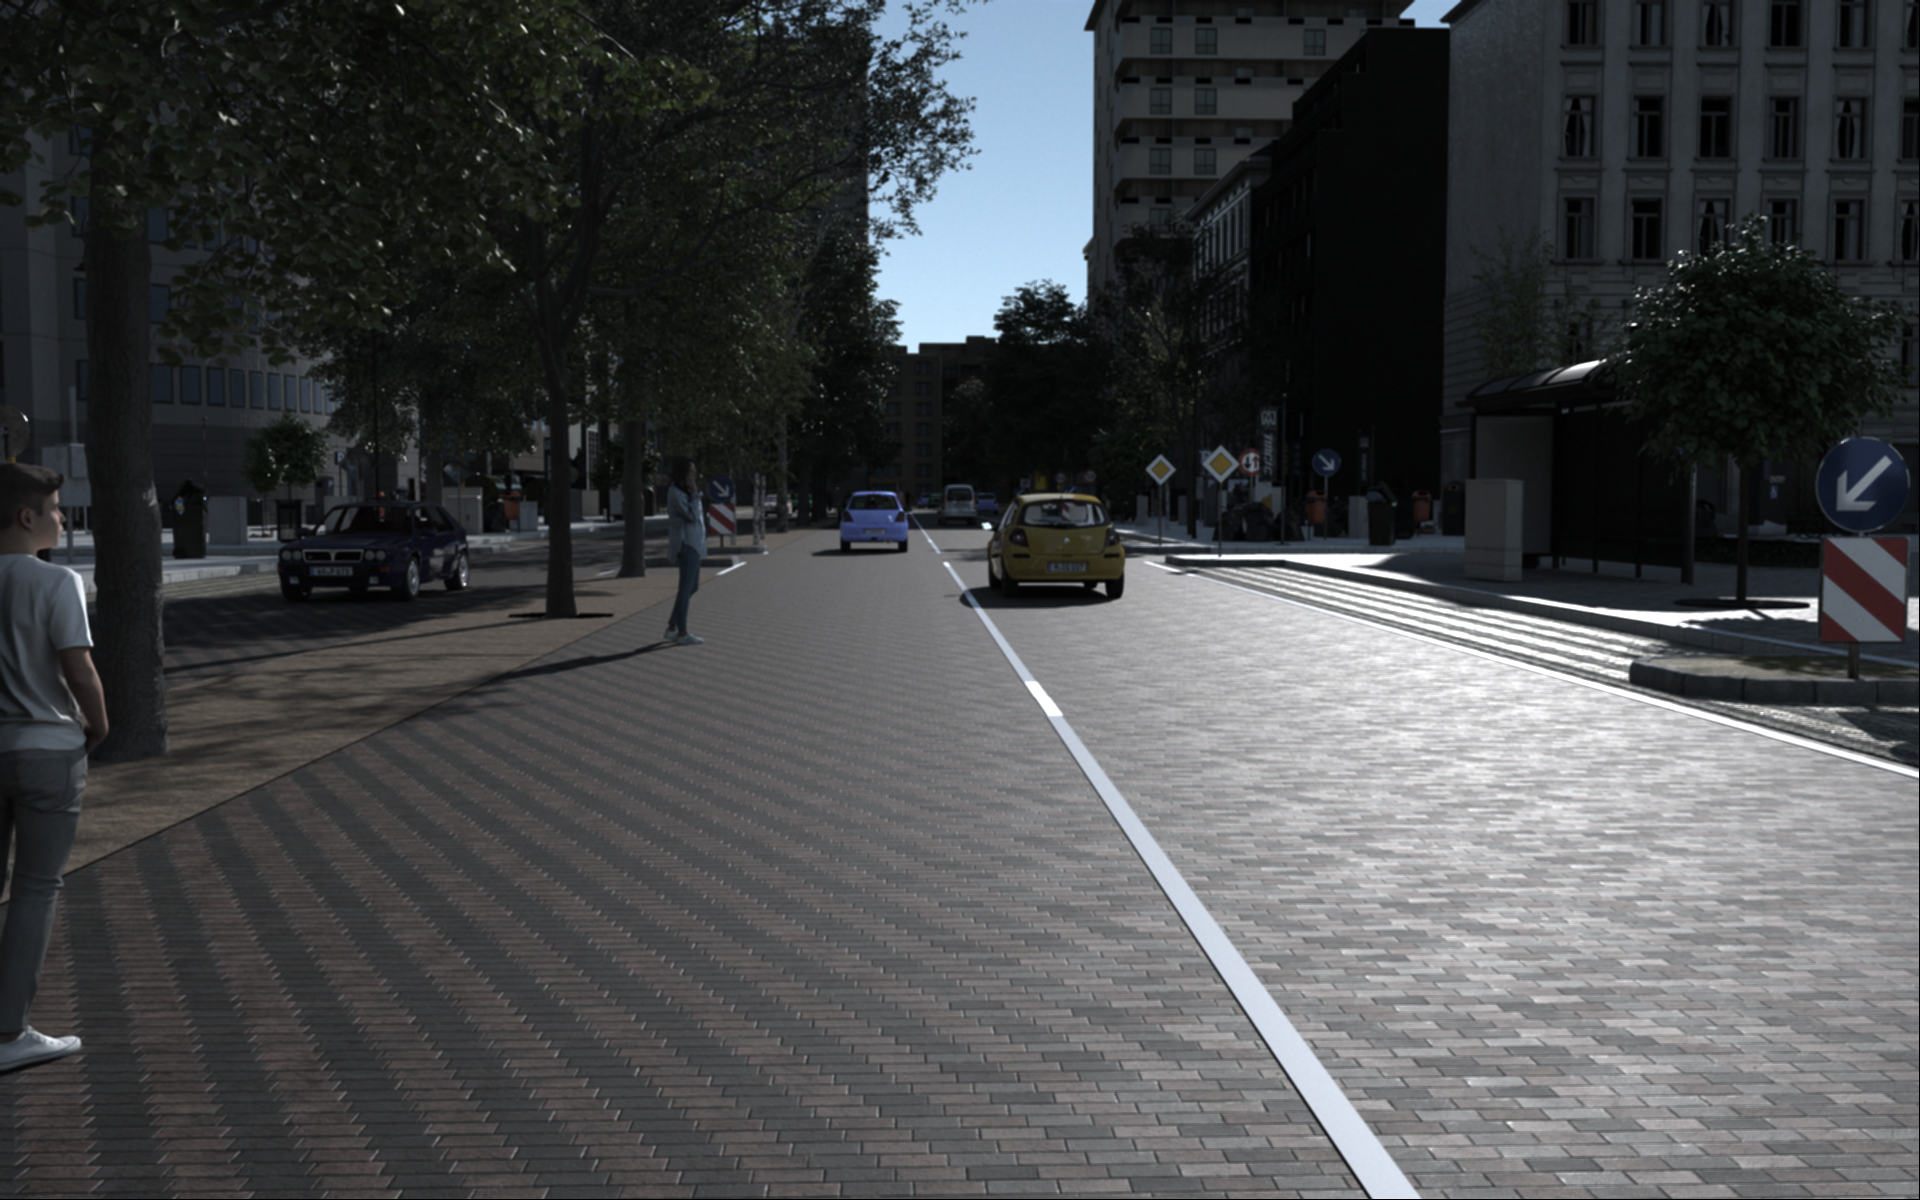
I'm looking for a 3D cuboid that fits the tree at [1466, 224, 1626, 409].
[{"bbox_3d":[15.612,-5.921,47.173,4.737,8.622,4.395,0,3,0],"label":"tree"}]

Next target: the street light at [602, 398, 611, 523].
[{"bbox_3d":[-15.594,-6.360,76.775,0.468,5.910,1.993,0,4,-2],"label":"street light"}]

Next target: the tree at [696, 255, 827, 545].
[{"bbox_3d":[-5.774,-5.870,48.797,4.360,8.622,3.978,0,3,0],"label":"tree"}]

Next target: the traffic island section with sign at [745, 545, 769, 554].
[{"bbox_3d":[-5.765,-2.095,42.385,2.006,1.907,1.989,0,4,-2],"label":"traffic island section with sign"}]

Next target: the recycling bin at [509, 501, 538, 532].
[{"bbox_3d":[-15.038,-2.881,59.656,0.722,1.027,0.722,-3,5,-44],"label":"recycling bin"}]

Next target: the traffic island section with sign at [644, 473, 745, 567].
[{"bbox_3d":[-5.505,-1.642,34.982,2.006,1.907,1.989,0,4,-2],"label":"traffic island section with sign"}]

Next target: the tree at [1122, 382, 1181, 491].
[{"bbox_3d":[12.163,-9.869,111.722,4.737,8.622,4.395,0,3,0],"label":"tree"}]

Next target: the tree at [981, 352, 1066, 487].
[{"bbox_3d":[5.198,-13.277,135.198,7.486,12.596,7.792,0,3,0],"label":"tree"}]

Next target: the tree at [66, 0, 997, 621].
[{"bbox_3d":[-4.579,-6.524,19.488,12.009,13.543,11.850,0,3,0],"label":"tree"}]

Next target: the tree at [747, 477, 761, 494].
[{"bbox_3d":[-20.075,-10.798,171.153,1.663,3.219,1.824,0,3,0],"label":"tree"}]

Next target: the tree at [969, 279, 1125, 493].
[{"bbox_3d":[5.560,-11.963,102.253,9.857,13.997,8.962,0,3,0],"label":"tree"}]

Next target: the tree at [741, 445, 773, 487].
[{"bbox_3d":[-19.963,-14.877,177.645,8.767,10.594,7.601,3,4,38],"label":"tree"}]

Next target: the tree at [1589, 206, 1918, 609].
[{"bbox_3d":[8.974,-2.216,19.952,4.285,4.588,4.351,0,3,0],"label":"tree"}]

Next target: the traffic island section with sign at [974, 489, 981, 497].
[{"bbox_3d":[1.302,-8.329,144.803,1.989,1.847,2.006,0,4,-2],"label":"traffic island section with sign"}]

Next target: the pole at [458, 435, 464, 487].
[{"bbox_3d":[-17.278,-4.051,60.071,0.158,3.312,0.155,0,3,0],"label":"pole"}]

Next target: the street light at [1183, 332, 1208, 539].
[{"bbox_3d":[6.737,-4.702,49.658,0.468,5.910,1.993,0,4,-2],"label":"street light"}]

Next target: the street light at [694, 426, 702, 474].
[{"bbox_3d":[-16.702,-8.445,110.860,0.468,5.910,1.993,0,4,-2],"label":"street light"}]

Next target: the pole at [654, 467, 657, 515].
[{"bbox_3d":[-18.595,-6.840,105.676,0.158,3.312,0.155,0,3,0],"label":"pole"}]

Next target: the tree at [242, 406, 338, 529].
[{"bbox_3d":[-25.020,-4.961,64.832,4.285,4.588,4.351,0,3,0],"label":"tree"}]

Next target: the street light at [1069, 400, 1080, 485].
[{"bbox_3d":[5.548,-6.786,83.740,0.468,5.910,1.993,0,4,-2],"label":"street light"}]

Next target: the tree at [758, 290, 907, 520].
[{"bbox_3d":[-7.776,-10.819,96.351,9.611,12.733,9.660,0,3,0],"label":"tree"}]

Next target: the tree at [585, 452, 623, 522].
[{"bbox_3d":[-16.197,-5.187,79.416,1.663,3.219,1.824,0,3,0],"label":"tree"}]

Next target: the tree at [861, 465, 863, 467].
[{"bbox_3d":[-8.380,-11.278,104.972,7.486,12.596,7.792,0,3,0],"label":"tree"}]

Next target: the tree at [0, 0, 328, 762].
[{"bbox_3d":[-4.655,-5.437,9.475,7.486,12.596,7.792,0,3,0],"label":"tree"}]

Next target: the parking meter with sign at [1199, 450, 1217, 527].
[{"bbox_3d":[9.766,-4.379,67.851,0.543,3.016,1.738,0,4,-1],"label":"parking meter with sign"}]

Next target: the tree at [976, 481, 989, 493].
[{"bbox_3d":[2.513,-12.231,194.582,1.663,3.219,1.824,0,3,0],"label":"tree"}]

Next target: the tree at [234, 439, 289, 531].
[{"bbox_3d":[-24.501,-4.078,61.274,1.663,3.219,1.824,0,3,0],"label":"tree"}]

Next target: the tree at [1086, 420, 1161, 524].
[{"bbox_3d":[7.132,-5.599,75.257,4.285,4.588,4.351,0,3,0],"label":"tree"}]

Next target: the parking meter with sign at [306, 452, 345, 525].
[{"bbox_3d":[-26.374,-4.624,71.858,1.738,3.016,0.543,1,4,19],"label":"parking meter with sign"}]

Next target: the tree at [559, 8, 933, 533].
[{"bbox_3d":[-7.777,-12.566,63.799,12.611,20.169,13.585,0,3,0],"label":"tree"}]

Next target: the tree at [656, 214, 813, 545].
[{"bbox_3d":[-5.791,-5.586,44.153,4.737,8.622,4.395,0,3,0],"label":"tree"}]

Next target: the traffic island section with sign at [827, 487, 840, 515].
[{"bbox_3d":[-8.510,-6.687,117.473,2.006,1.907,1.989,0,4,-2],"label":"traffic island section with sign"}]

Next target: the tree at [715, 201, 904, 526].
[{"bbox_3d":[-6.932,-10.210,76.042,9.857,13.997,8.962,0,3,0],"label":"tree"}]

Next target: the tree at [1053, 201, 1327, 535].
[{"bbox_3d":[7.312,-7.356,54.675,8.767,10.594,7.601,0,4,-4],"label":"tree"}]

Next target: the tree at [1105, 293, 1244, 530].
[{"bbox_3d":[7.346,-6.812,61.733,4.360,8.622,3.978,0,3,0],"label":"tree"}]

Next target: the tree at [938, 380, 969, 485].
[{"bbox_3d":[2.204,-17.097,186.195,9.857,13.997,8.962,0,3,0],"label":"tree"}]

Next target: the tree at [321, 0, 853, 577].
[{"bbox_3d":[-5.760,-6.689,29.944,7.486,12.596,7.792,0,3,0],"label":"tree"}]

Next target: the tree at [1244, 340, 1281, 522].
[{"bbox_3d":[12.784,-7.842,78.583,4.360,8.622,3.978,0,3,0],"label":"tree"}]

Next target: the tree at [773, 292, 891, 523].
[{"bbox_3d":[-7.204,-9.684,86.547,9.928,11.665,9.643,0,3,0],"label":"tree"}]

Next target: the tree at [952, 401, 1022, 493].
[{"bbox_3d":[3.063,-13.746,159.155,8.767,10.594,7.601,2,4,34],"label":"tree"}]

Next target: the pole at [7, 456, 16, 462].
[{"bbox_3d":[-24.831,-3.150,45.353,0.158,3.312,0.155,0,3,0],"label":"pole"}]

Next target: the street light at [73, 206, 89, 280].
[{"bbox_3d":[-13.758,-3.386,28.147,0.468,5.910,1.993,0,4,-2],"label":"street light"}]

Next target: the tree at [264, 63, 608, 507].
[{"bbox_3d":[-15.286,-8.795,50.460,9.857,13.997,8.962,0,3,0],"label":"tree"}]

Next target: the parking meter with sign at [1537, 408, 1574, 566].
[{"bbox_3d":[10.056,-2.134,31.156,1.738,3.016,0.543,0,4,3],"label":"parking meter with sign"}]

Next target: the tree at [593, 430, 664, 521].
[{"bbox_3d":[-15.903,-6.072,82.995,4.285,4.588,4.351,0,3,0],"label":"tree"}]

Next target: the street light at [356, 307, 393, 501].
[{"bbox_3d":[-14.344,-4.265,42.527,0.468,5.910,1.993,0,4,-2],"label":"street light"}]
